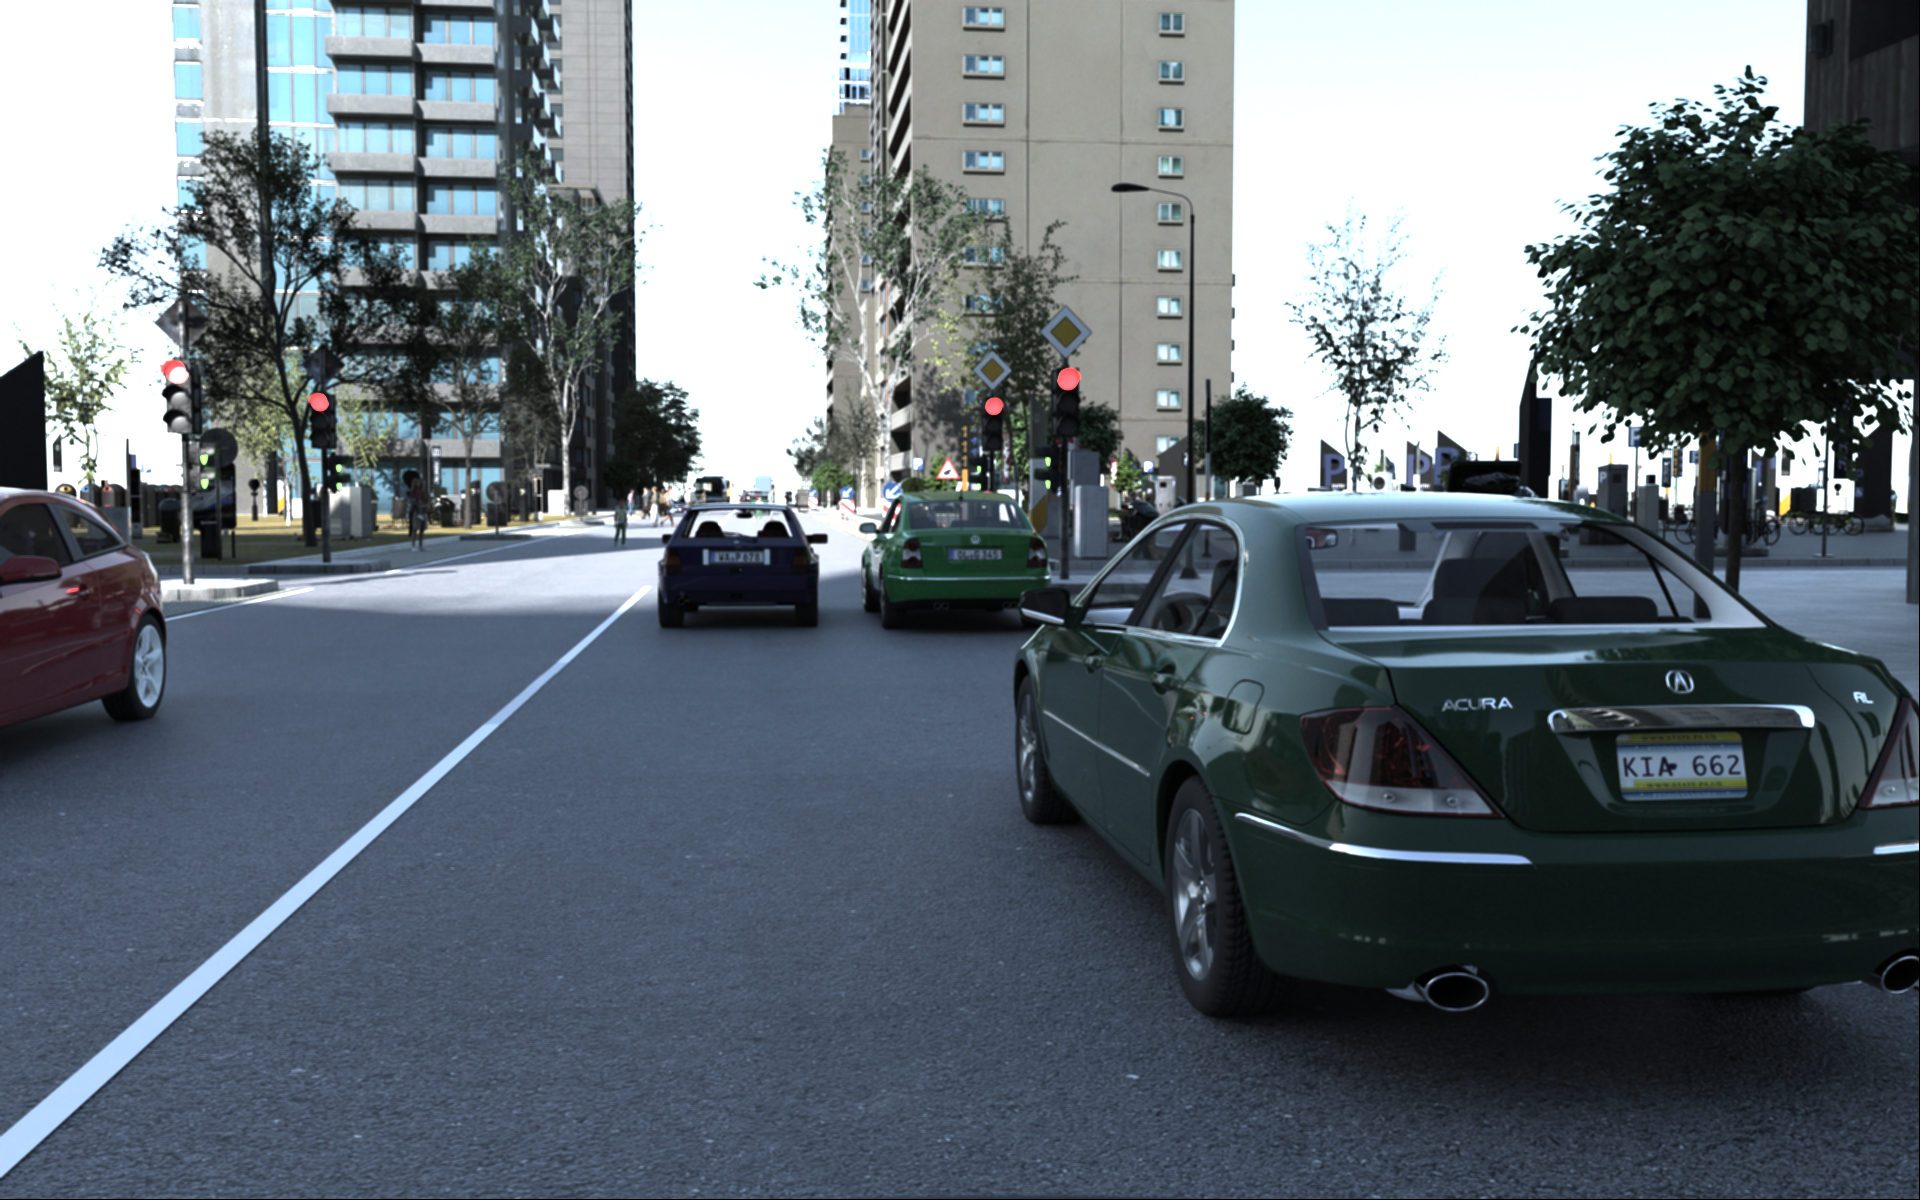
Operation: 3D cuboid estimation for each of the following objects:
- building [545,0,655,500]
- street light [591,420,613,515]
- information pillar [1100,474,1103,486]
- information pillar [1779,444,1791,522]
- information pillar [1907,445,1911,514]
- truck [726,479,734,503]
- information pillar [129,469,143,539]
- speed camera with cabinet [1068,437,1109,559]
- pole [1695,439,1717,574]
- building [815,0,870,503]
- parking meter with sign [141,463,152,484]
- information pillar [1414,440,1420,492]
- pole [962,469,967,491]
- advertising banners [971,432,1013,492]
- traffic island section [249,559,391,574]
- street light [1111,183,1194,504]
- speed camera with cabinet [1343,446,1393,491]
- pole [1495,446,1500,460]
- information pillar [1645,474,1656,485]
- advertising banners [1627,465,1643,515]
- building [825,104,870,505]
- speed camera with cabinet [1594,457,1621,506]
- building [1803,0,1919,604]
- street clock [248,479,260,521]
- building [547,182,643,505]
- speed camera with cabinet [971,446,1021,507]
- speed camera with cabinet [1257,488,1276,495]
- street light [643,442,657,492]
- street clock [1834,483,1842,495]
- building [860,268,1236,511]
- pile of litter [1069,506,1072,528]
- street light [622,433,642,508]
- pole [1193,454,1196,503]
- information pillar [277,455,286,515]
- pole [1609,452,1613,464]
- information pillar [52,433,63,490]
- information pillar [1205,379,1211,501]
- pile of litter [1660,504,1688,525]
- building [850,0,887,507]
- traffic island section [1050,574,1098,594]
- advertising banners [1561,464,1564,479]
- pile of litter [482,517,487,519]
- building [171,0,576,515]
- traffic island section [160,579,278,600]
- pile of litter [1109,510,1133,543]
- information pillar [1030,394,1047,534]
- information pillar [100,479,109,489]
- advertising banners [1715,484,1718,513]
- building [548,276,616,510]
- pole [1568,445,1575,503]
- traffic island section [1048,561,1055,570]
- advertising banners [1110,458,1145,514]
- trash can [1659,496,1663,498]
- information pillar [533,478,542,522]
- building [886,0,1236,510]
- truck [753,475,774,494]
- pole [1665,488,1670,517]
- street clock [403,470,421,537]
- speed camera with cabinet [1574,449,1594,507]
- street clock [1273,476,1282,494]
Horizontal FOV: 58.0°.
[{"bbox_3d":[-50.502,-48.074,224.261,20.563,71.187,20.611,0,4,-7],"label":"building"},{"bbox_3d":[-22.348,-8.299,108.229,1.470,5.913,1.316,0,4,-7],"label":"street light"},{"bbox_3d":[5.984,-5.000,73.106,0.183,3.616,0.504,0,4,1],"label":"information pillar"},{"bbox_3d":[38.367,-5.454,80.524,0.183,3.616,0.504,-2,4,-25],"label":"information pillar"},{"bbox_3d":[44.292,-5.470,80.792,0.183,3.616,0.504,1,4,18],"label":"information pillar"},{"bbox_3d":[-31.244,-14.064,225.862,3.469,3.379,9.791,0,4,-8],"label":"truck"},{"bbox_3d":[-23.741,-2.776,49.884,0.304,2.012,0.304,-1,4,-22],"label":"information pillar"},{"bbox_3d":[2.614,-2.495,35.130,0.660,3.252,2.038,0,4,-3],"label":"speed camera with cabinet"},{"bbox_3d":[7.696,-1.468,17.844,0.158,3.312,0.155,0,3,0],"label":"pole"},{"bbox_3d":[-9.527,-57.438,251.787,22.319,86.520,31.000,0,4,-7],"label":"building"},{"bbox_3d":[-46.871,-6.291,99.117,1.738,3.016,0.543,3,5,42],"label":"parking meter with sign"},{"bbox_3d":[19.758,-5.109,74.895,0.183,3.616,0.504,2,4,35],"label":"information pillar"},{"bbox_3d":[0.160,-4.046,59.991,0.158,3.312,0.155,0,3,0],"label":"pole"},{"bbox_3d":[0.884,-3.248,49.292,0.090,3.025,2.074,-2,4,-35],"label":"advertising banners"},{"bbox_3d":[-11.907,-0.626,32.516,2.009,0.180,2.903,0,4,-7],"label":"traffic island section"},{"bbox_3d":[2.952,-3.276,26.105,1.470,5.913,1.316,0,4,-7],"label":"street light"},{"bbox_3d":[16.984,-4.765,72.247,2.038,3.252,0.660,3,5,41],"label":"speed camera with cabinet"},{"bbox_3d":[22.594,-4.833,72.867,0.158,3.312,0.155,0,3,0],"label":"pole"},{"bbox_3d":[25.500,-3.639,63.989,0.304,2.012,0.304,0,4,5],"label":"information pillar"},{"bbox_3d":[39.914,-6.513,102.675,2.074,3.025,0.090,-3,5,-39],"label":"advertising banners"},{"bbox_3d":[-5.432,-36.026,212.723,21.300,48.544,21.600,0,4,-7],"label":"building"},{"bbox_3d":[34.591,-6.023,92.809,2.038,3.252,0.660,3,5,42],"label":"speed camera with cabinet"},{"bbox_3d":[16.749,-15.011,17.132,14.160,30.474,14.107,0,4,-7],"label":"building"},{"bbox_3d":[-33.797,-4.796,82.981,0.358,2.002,0.471,2,4,33],"label":"street clock"},{"bbox_3d":[-53.905,-31.224,202.386,32.217,40.220,23.993,0,4,-7],"label":"building"},{"bbox_3d":[1.504,-4.759,72.150,2.038,3.252,0.660,-1,4,-14],"label":"speed camera with cabinet"},{"bbox_3d":[18.363,-6.764,104.933,0.660,3.252,2.038,-1,4,-23],"label":"speed camera with cabinet"},{"bbox_3d":[-27.962,-11.130,154.518,1.470,5.913,1.316,0,4,-7],"label":"street light"},{"bbox_3d":[58.211,-6.747,114.887,0.358,2.002,0.471,-1,4,-21],"label":"street clock"},{"bbox_3d":[6.148,-18.572,148.693,27.650,21.520,28.899,0,4,-7],"label":"building"},{"bbox_3d":[4.437,-3.169,65.784,1.176,0.858,1.719,-1,4,-19],"label":"pile of litter"},{"bbox_3d":[-25.083,-9.719,131.449,1.470,5.913,1.316,0,4,-7],"label":"street light"},{"bbox_3d":[8.393,-4.187,62.305,0.158,3.312,0.155,0,3,0],"label":"pole"},{"bbox_3d":[-40.891,-6.915,104.420,0.504,3.616,0.183,-3,5,-40],"label":"information pillar"},{"bbox_3d":[31.394,-5.489,83.585,0.158,3.312,0.155,0,3,0],"label":"pole"},{"bbox_3d":[-34.838,-4.622,66.920,0.504,3.616,0.183,2,4,27],"label":"information pillar"},{"bbox_3d":[5.030,-2.680,35.173,0.183,3.616,0.504,0,4,7],"label":"information pillar"},{"bbox_3d":[30.218,-3.638,73.441,1.719,0.858,1.176,-2,4,-35],"label":"pile of litter"},{"bbox_3d":[-0.237,-44.835,171.302,20.563,71.187,20.611,0,4,-7],"label":"building"},{"bbox_3d":[1.591,-0.232,26.070,2.009,0.180,2.903,0,4,-7],"label":"traffic island section"},{"bbox_3d":[34.844,-6.397,100.781,0.090,3.025,2.074,0,4,4],"label":"advertising banners"},{"bbox_3d":[-24.296,-4.684,90.550,1.176,0.858,1.719,-3,5,-39],"label":"pile of litter"},{"bbox_3d":[-39.953,-30.623,120.292,23.786,49.044,30.456,0,4,-7],"label":"building"},{"bbox_3d":[-10.963,-0.141,24.586,2.009,0.180,2.903,0,4,-7],"label":"traffic island section"},{"bbox_3d":[4.264,-1.978,46.298,1.176,0.858,1.719,3,5,41],"label":"pile of litter"},{"bbox_3d":[1.830,-3.017,40.682,0.504,3.616,0.183,-3,4,-39],"label":"information pillar"},{"bbox_3d":[-42.186,-4.950,85.430,0.304,2.012,0.304,0,4,-8],"label":"information pillar"},{"bbox_3d":[32.428,-4.774,74.247,0.090,3.025,2.074,2,4,26],"label":"advertising banners"},{"bbox_3d":[-45.220,-18.673,150.337,27.650,21.520,28.899,0,4,-7],"label":"building"},{"bbox_3d":[25.201,-4.744,71.401,0.158,3.312,0.155,0,3,0],"label":"pole"},{"bbox_3d":[0.647,-0.717,33.999,2.009,0.180,2.903,0,4,-7],"label":"traffic island section"},{"bbox_3d":[8.153,-5.322,83.208,2.074,3.025,0.090,0,4,-1],"label":"advertising banners"},{"bbox_3d":[46.457,-6.334,115.210,0.748,1.137,0.748,0,3,0],"label":"trash can"},{"bbox_3d":[-19.520,-4.624,80.101,0.304,2.012,0.304,-2,4,-35],"label":"information pillar"},{"bbox_3d":[6.286,-30.454,121.622,21.300,48.544,21.600,0,4,-7],"label":"building"},{"bbox_3d":[-26.807,-15.035,235.578,2.967,4.110,18.799,0,4,-6],"label":"truck"},{"bbox_3d":[36.280,-5.809,88.820,0.158,3.312,0.155,0,3,0],"label":"pole"},{"bbox_3d":[-16.466,-2.905,52.059,0.471,2.002,0.358,0,4,-4],"label":"street clock"},{"bbox_3d":[27.331,-5.054,76.975,0.660,3.252,2.038,0,4,0],"label":"speed camera with cabinet"},{"bbox_3d":[12.973,-4.054,70.852,0.358,2.002,0.471,1,4,19],"label":"street clock"}]
